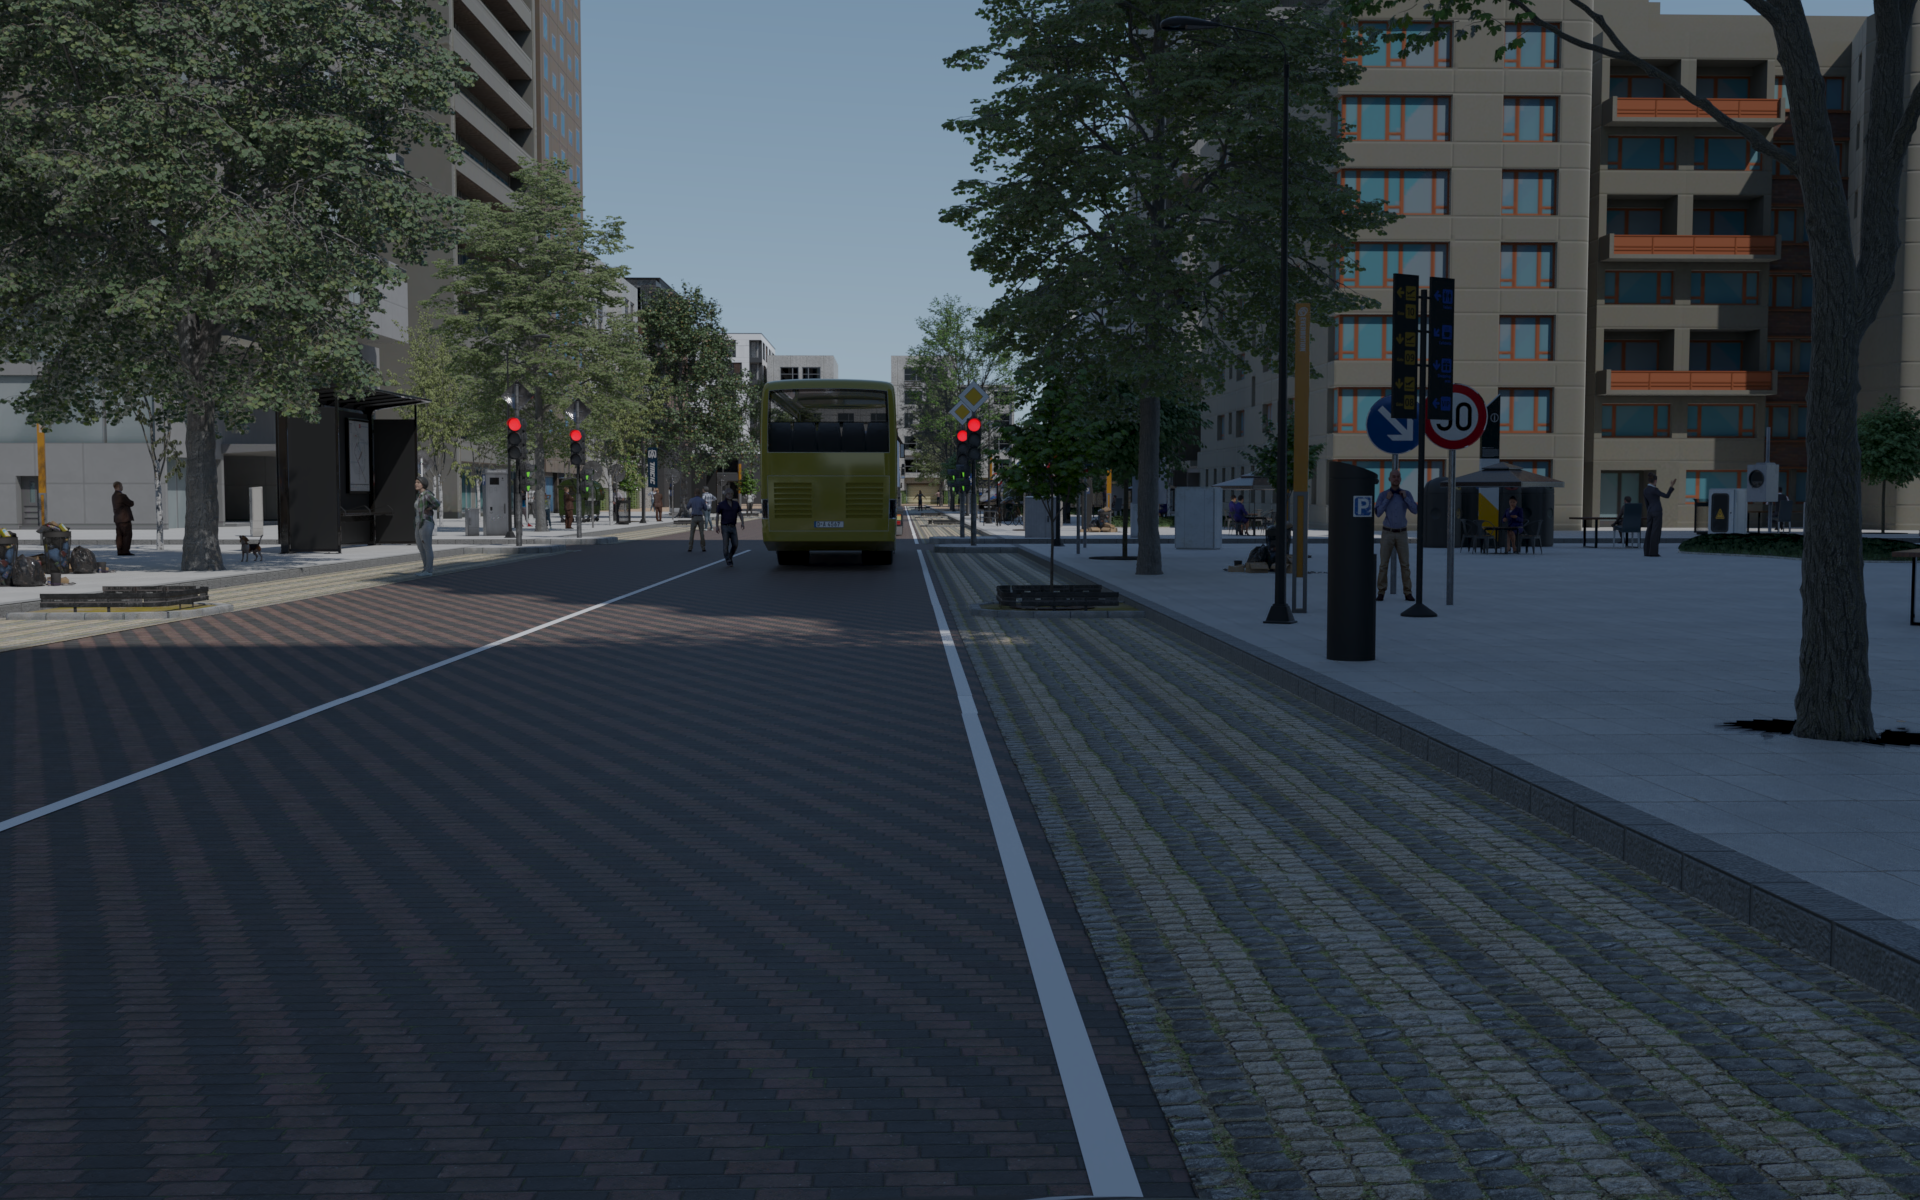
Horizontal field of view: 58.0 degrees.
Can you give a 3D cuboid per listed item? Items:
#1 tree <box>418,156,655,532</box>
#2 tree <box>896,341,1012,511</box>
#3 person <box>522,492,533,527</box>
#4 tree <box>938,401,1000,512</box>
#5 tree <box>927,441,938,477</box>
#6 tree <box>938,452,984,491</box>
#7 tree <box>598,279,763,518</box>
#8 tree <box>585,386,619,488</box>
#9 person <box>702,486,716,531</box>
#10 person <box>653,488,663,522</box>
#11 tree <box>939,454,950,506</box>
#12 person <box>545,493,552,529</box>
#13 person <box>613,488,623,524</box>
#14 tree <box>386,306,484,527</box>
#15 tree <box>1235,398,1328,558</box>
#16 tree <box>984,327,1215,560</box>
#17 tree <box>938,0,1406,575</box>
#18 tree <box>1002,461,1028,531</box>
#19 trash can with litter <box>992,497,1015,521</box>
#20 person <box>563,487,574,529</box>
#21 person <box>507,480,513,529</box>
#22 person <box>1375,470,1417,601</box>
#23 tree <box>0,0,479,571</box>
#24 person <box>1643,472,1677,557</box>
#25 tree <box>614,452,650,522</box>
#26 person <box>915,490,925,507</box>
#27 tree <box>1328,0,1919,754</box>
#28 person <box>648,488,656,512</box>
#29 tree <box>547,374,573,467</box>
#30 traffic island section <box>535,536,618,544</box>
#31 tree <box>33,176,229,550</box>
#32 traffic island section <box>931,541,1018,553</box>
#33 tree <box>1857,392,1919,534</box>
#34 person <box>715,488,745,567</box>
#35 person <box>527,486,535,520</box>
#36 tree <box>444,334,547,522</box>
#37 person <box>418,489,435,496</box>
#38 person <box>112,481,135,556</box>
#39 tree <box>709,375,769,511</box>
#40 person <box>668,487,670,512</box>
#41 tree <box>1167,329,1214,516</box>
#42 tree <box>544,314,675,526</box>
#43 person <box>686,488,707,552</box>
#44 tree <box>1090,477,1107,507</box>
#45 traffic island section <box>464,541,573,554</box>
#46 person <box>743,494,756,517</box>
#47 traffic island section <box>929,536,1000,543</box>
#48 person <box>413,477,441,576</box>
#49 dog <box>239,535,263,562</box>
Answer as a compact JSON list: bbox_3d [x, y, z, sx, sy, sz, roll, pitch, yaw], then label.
[{"bbox_3d":[-14.166,-8.571,58.258,7.486,12.596,7.792,0,3,0],"label":"tree"},{"bbox_3d":[-0.765,-13.714,134.601,12.009,13.543,11.850,0,3,0],"label":"tree"},{"bbox_3d":[-17.075,-3.669,67.894,0.647,1.594,0.662,2,4,25],"label":"person"},{"bbox_3d":[0.971,-10.460,121.387,4.360,8.622,3.978,0,3,0],"label":"tree"},{"bbox_3d":[-1.135,-12.880,160.950,4.360,8.622,3.978,0,3,0],"label":"tree"},{"bbox_3d":[0.286,-8.055,115.405,4.285,4.588,4.351,0,3,0],"label":"tree"},{"bbox_3d":[-14.917,-10.742,92.637,9.611,12.733,9.660,0,3,0],"label":"tree"},{"bbox_3d":[-22.687,-9.813,110.798,4.360,8.622,3.978,0,3,0],"label":"tree"},{"bbox_3d":[-9.900,-3.584,67.820,0.376,1.734,0.841,2,4,34],"label":"person"},{"bbox_3d":[-14.050,-4.415,80.502,0.482,1.546,0.388,0,4,5],"label":"person"},{"bbox_3d":[-1.117,-14.032,179.787,4.737,8.622,4.395,0,3,0],"label":"tree"},{"bbox_3d":[-15.196,-3.289,63.730,0.435,1.345,0.340,0,4,2],"label":"person"},{"bbox_3d":[-14.660,-4.031,74.156,0.614,1.554,0.590,1,4,21],"label":"person"},{"bbox_3d":[-20.328,-7.178,67.717,4.737,8.622,4.395,0,3,0],"label":"tree"},{"bbox_3d":[6.647,-2.457,34.780,1.663,3.219,1.824,0,3,0],"label":"tree"},{"bbox_3d":[3.304,-3.080,34.074,4.285,4.588,4.351,0,3,0],"label":"tree"},{"bbox_3d":[3.253,-6.656,26.946,7.486,12.596,7.792,0,3,0],"label":"tree"},{"bbox_3d":[2.368,-4.036,60.598,1.663,3.219,1.824,0,3,0],"label":"tree"},{"bbox_3d":[2.017,-4.265,81.122,1.055,1.170,0.624,-2,4,-28],"label":"trash can with litter"},{"bbox_3d":[-14.394,-3.390,63.740,0.388,1.546,0.482,-2,4,-23],"label":"person"},{"bbox_3d":[-16.414,-3.471,62.917,0.434,1.807,0.598,0,4,-3],"label":"person"},{"bbox_3d":[5.238,-0.776,20.797,0.516,1.574,0.319,1,4,13],"label":"person"},{"bbox_3d":[-12.867,-7.469,28.767,9.857,13.997,8.962,0,3,0],"label":"tree"},{"bbox_3d":[14.306,-1.746,35.392,0.742,1.727,0.445,3,5,44],"label":"person"},{"bbox_3d":[-14.977,-5.155,78.888,1.663,3.219,1.824,0,3,0],"label":"tree"},{"bbox_3d":[-3.863,-9.712,167.382,1.348,1.812,0.705,-2,4,-26],"label":"person"},{"bbox_3d":[4.691,-5.090,8.976,9.928,11.665,9.643,0,3,0],"label":"tree"},{"bbox_3d":[-21.730,-7.092,122.712,0.376,1.734,0.841,3,5,43],"label":"person"},{"bbox_3d":[-23.806,-9.011,97.685,4.360,8.622,3.978,0,3,0],"label":"tree"},{"bbox_3d":[-11.165,-1.738,50.697,2.009,0.180,2.903,0,4,-2],"label":"traffic island section"},{"bbox_3d":[-18.461,-5.439,39.295,4.360,8.622,3.978,0,3,0],"label":"tree"},{"bbox_3d":[0.360,-1.273,43.091,2.009,0.180,2.903,0,4,-2],"label":"traffic island section"},{"bbox_3d":[29.972,-4.417,55.930,4.285,4.588,4.351,0,3,0],"label":"tree"},{"bbox_3d":[-4.516,-1.443,34.304,0.569,1.553,0.471,1,4,9],"label":"person"},{"bbox_3d":[-21.221,-4.817,85.518,0.841,1.734,0.376,0,4,-2],"label":"person"},{"bbox_3d":[-22.058,-7.907,79.636,4.360,8.622,3.978,0,3,0],"label":"tree"},{"bbox_3d":[-19.529,-3.433,62.895,0.841,1.734,0.376,0,4,0],"label":"person"},{"bbox_3d":[-17.427,-1.697,36.063,0.482,1.546,0.388,3,5,40],"label":"person"},{"bbox_3d":[-16.016,-12.255,134.788,7.601,10.594,8.767,-1,4,-11],"label":"tree"},{"bbox_3d":[-20.820,-7.272,125.083,0.789,1.805,0.875,0,4,2],"label":"person"},{"bbox_3d":[8.938,-7.677,75.883,4.737,8.622,4.395,0,3,0],"label":"tree"},{"bbox_3d":[-14.010,-7.329,70.189,4.737,8.622,4.395,0,3,0],"label":"tree"},{"bbox_3d":[-6.559,-1.992,43.133,0.516,1.574,0.319,0,4,-5],"label":"person"},{"bbox_3d":[9.270,-7.485,116.976,1.663,3.219,1.824,0,3,0],"label":"tree"},{"bbox_3d":[-10.895,-1.250,42.717,2.009,0.180,2.903,0,4,-2],"label":"traffic island section"},{"bbox_3d":[-13.027,-5.998,107.288,0.841,1.734,0.376,-1,4,-9],"label":"person"},{"bbox_3d":[0.090,-1.761,51.072,2.009,0.180,2.903,0,4,-2],"label":"traffic island section"},{"bbox_3d":[-9.316,-1.282,30.182,0.376,1.734,0.841,-2,4,-28],"label":"person"},{"bbox_3d":[-13.500,-0.989,32.997,0.406,0.507,0.540,-1,4,-20],"label":"dog"}]
